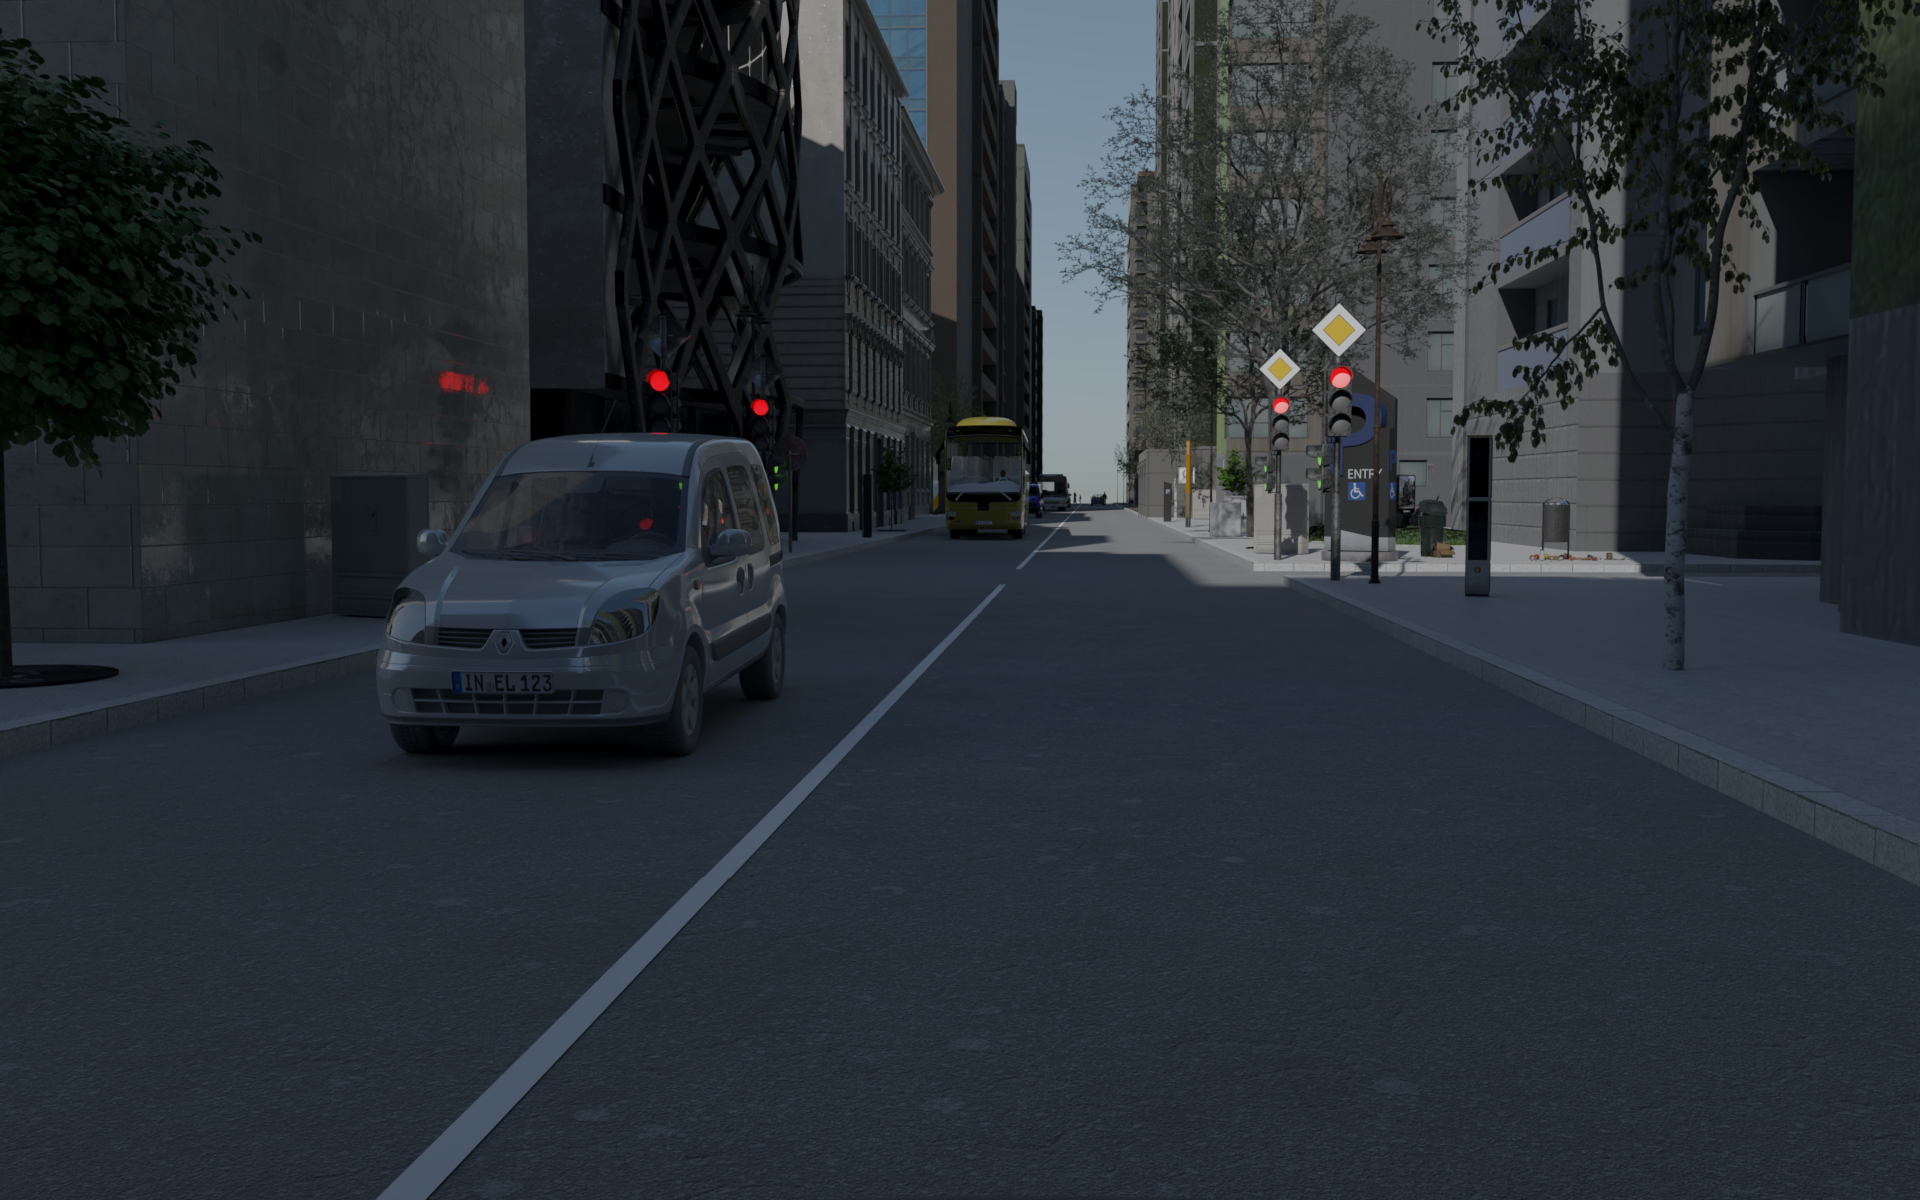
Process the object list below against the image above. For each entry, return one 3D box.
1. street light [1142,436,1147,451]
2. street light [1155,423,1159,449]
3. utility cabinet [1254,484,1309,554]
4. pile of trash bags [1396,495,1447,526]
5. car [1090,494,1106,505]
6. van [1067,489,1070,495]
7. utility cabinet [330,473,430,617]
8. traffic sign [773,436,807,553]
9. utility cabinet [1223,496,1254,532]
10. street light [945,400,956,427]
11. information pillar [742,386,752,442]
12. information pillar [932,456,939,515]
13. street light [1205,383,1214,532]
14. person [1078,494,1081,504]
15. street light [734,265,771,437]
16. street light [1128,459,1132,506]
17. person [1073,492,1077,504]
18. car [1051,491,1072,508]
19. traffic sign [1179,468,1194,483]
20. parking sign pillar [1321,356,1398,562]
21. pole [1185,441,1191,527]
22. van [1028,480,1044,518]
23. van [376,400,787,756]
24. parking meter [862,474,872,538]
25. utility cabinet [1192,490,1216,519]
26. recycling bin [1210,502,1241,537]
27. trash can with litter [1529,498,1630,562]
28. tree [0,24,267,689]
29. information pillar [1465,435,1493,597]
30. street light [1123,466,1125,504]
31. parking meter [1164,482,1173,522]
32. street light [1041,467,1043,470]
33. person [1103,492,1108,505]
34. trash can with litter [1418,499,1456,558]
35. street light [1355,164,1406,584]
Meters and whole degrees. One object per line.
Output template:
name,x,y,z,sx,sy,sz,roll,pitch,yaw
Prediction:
street light,14.315,-9.880,134.324,0.468,5.910,1.993,0,4,4
street light,12.295,-8.278,108.127,0.468,5.910,1.993,0,4,4
utility cabinet,6.858,-1.732,37.004,1.173,1.500,0.318,3,5,42
pile of trash bags,16.739,-3.169,61.561,1.912,1.369,3.447,-3,5,-40
car,17.532,-12.732,220.168,2.014,1.417,4.499,0,4,6
van,12.231,-12.473,208.321,2.240,2.365,5.245,0,4,6
utility cabinet,-6.032,-0.569,17.983,1.173,1.500,0.318,2,4,32
traffic sign,-3.721,-2.313,37.930,0.768,2.556,0.104,1,4,10
utility cabinet,9.550,-2.945,59.319,1.020,1.237,0.306,2,4,26
street light,-0.460,-6.889,85.424,0.468,5.910,1.993,0,4,4
information pillar,-4.564,-2.813,37.340,0.183,3.616,0.504,-2,4,-28
information pillar,-1.480,-7.045,106.546,0.183,3.616,0.504,-3,4,-37
street light,8.422,-5.211,57.993,0.468,5.910,1.993,0,4,4
person,17.123,-14.401,247.214,0.557,1.426,1.065,-1,4,-17
street light,-4.188,-3.814,35.143,0.468,5.910,1.993,0,4,4
street light,18.070,-12.942,184.394,0.468,5.910,1.993,0,4,4
person,17.358,-15.425,261.366,0.621,1.740,0.551,3,4,38
car,10.605,-10.586,181.759,2.281,1.827,5.304,0,4,5
traffic sign,8.772,-3.970,67.035,0.606,2.300,0.079,1,4,8
parking sign pillar,7.720,-2.745,33.357,1.447,3.967,1.447,2,4,35
pole,8.765,-4.442,66.467,0.158,3.312,0.155,0,3,0
van,3.970,-6.113,104.335,2.240,2.365,5.245,0,4,5
van,-2.185,-0.234,10.838,2.013,2.044,4.112,0,4,4
parking meter,-2.746,-2.775,51.087,0.255,1.863,0.399,-1,4,-11
utility cabinet,12.255,-4.790,86.998,1.173,1.500,0.318,0,4,-3
recycling bin,7.971,-2.413,52.009,0.722,1.027,0.722,-1,4,-17
trash can with litter,11.998,-1.380,33.623,2.233,1.210,1.678,0,4,-1
tree,-6.555,-1.725,11.918,4.285,4.588,4.351,0,3,0
information pillar,6.498,-1.052,21.688,0.304,2.012,0.304,1,4,19
street light,20.517,-14.929,216.883,0.468,5.910,1.993,0,4,4
parking meter,9.612,-4.543,79.994,0.399,1.863,0.255,0,4,8
street light,11.561,-16.590,244.039,0.468,5.910,1.993,0,4,4
person,18.790,-13.199,224.851,0.434,1.755,0.990,-3,5,-43
trash can with litter,9.753,-1.457,35.203,0.624,1.170,1.055,-1,4,-12
street light,5.955,-3.175,24.699,0.468,5.910,1.993,0,4,4
